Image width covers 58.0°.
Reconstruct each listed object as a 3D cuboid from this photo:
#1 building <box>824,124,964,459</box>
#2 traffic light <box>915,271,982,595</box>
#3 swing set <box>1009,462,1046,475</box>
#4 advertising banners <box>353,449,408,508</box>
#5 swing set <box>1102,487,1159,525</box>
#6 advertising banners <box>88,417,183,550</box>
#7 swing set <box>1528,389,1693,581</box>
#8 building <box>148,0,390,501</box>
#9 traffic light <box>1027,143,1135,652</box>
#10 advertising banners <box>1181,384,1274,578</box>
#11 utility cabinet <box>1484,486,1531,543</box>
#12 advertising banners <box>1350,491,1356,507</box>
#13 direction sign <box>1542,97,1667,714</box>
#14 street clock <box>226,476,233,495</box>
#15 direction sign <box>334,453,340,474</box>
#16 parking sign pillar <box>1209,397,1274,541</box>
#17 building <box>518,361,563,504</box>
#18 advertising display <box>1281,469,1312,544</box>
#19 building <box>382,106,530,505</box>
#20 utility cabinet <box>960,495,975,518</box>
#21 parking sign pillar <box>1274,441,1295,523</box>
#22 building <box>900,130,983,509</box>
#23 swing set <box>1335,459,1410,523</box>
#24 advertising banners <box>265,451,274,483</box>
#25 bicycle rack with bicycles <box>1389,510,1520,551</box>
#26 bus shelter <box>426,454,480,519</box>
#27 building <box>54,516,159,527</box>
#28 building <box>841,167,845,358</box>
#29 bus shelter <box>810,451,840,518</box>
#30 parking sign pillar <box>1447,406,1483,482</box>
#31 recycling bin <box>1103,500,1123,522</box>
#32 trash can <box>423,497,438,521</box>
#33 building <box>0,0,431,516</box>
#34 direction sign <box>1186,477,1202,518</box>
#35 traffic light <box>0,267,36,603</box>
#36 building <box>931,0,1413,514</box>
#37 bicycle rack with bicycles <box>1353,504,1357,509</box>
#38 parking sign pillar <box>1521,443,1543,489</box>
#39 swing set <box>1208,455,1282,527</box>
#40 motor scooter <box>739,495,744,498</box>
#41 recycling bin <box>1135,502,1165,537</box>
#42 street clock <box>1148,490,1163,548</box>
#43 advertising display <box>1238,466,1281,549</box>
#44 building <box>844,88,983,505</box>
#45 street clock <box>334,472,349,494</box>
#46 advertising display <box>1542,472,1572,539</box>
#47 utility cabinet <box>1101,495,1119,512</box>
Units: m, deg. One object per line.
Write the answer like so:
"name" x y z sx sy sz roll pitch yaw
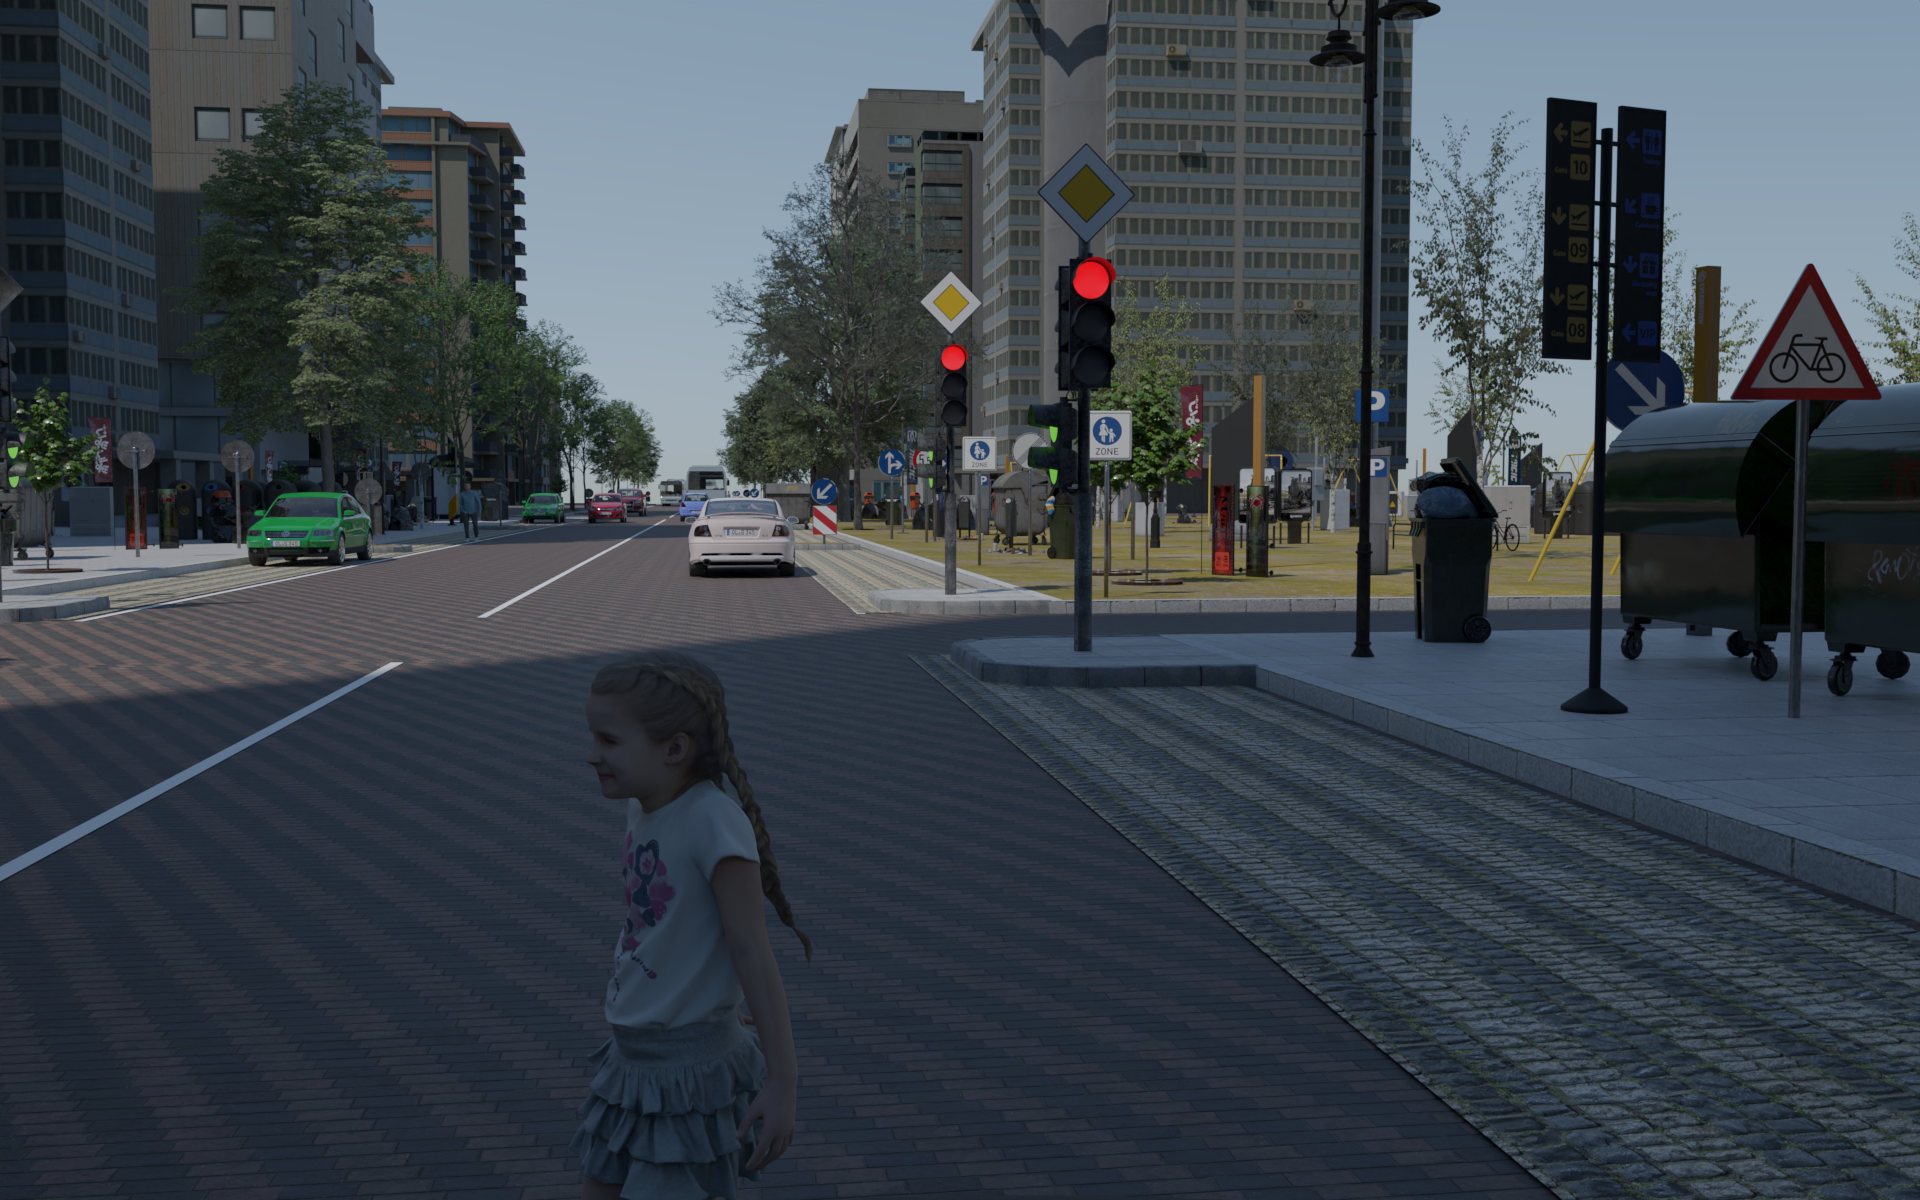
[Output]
"building" -3.871 -40.047 244.007 28.713 52.752 27.495 0 4 -8
"traffic light" -0.138 -2.021 21.967 0.839 4.253 0.868 0 4 -8
"swing set" 3.761 -5.368 85.389 3.119 2.851 2.862 -1 4 -8
"advertising banners" -22.335 -4.316 66.748 2.074 3.025 0.090 0 3 0
"swing set" 6.712 -4.697 74.418 3.119 2.851 2.862 3 5 42
"advertising banners" -18.998 -2.676 39.933 0.090 3.025 2.074 3 5 41
"swing set" 10.493 -1.712 25.618 2.862 2.851 3.119 3 5 44
"building" -50.970 -31.474 103.844 28.713 52.752 27.495 0 4 -8
"traffic light" 0.988 -1.538 14.061 0.839 4.253 0.868 0 4 -8
"advertising banners" 4.162 -1.897 27.201 0.090 3.025 2.074 -2 4 -35
"utility cabinet" 14.161 -2.217 44.926 1.173 1.500 0.318 1 4 11
"advertising banners" 20.325 -5.729 89.861 2.074 3.025 0.090 -1 4 -22
"direction sign" 3.759 -1.111 10.158 0.876 3.537 0.379 -2 4 -23
"street clock" -29.436 -3.990 69.808 0.358 2.002 0.471 -2 4 -27
"direction sign" -32.166 -5.961 89.456 0.379 3.537 0.876 0 4 -3
"parking sign pillar" 7.580 -3.616 47.587 1.447 3.967 1.447 2 4 30
"building" -67.665 -23.399 227.608 27.650 21.520 28.899 0 4 -8
"advertising display" 8.602 -2.403 44.497 0.974 1.923 0.123 -1 4 -23
"building" -61.666 -33.273 198.630 22.147 44.769 28.867 0 4 -8
"utility cabinet" 0.523 -4.789 89.467 1.020 1.237 0.306 0 4 5
"parking sign pillar" 14.522 -5.495 78.321 1.447 3.967 1.447 -2 4 -29
"building" 3.110 -22.622 141.565 14.160 30.474 14.107 0 4 -8
"swing set" 17.944 -4.825 76.508 2.862 2.851 3.119 -1 4 -16
"advertising banners" -28.164 -4.477 69.388 0.090 3.025 2.074 1 4 19
"bicycle rack with bicycles" 11.188 -1.612 39.741 2.852 0.926 2.925 0 4 -5
"bus shelter" -26.273 -5.870 89.902 2.014 3.302 5.546 -1 4 -8
"building" -47.800 -23.162 70.578 32.217 40.220 23.993 0 4 -8
"building" -7.771 -34.997 222.316 14.600 45.320 14.200 0 4 -8
"bus shelter" -7.138 -6.058 90.331 1.731 3.624 6.357 -1 4 -8
"parking sign pillar" 15.596 -3.980 53.551 1.447 3.967 1.447 -1 4 -18
"recycling bin" 7.000 -4.065 79.014 0.722 1.027 0.722 2 4 27
"trash can" -25.442 -4.373 83.150 0.748 1.137 0.748 0 3 0
"building" -57.267 -26.843 130.761 32.217 40.220 23.993 0 4 -8
"direction sign" 12.825 -6.289 94.827 0.876 3.537 0.379 1 4 14
"traffic light" -11.384 -1.923 20.356 0.839 4.253 0.868 0 4 -8
"building" 14.692 -26.385 123.271 32.217 40.220 23.993 0 4 -8
"bicycle rack with bicycles" 16.837 -3.591 72.088 2.925 0.926 2.852 0 4 1
"parking sign pillar" 29.940 -6.274 91.050 1.447 3.967 1.447 -1 4 -23
"swing set" 11.297 -4.389 69.373 3.119 2.851 2.862 1 4 9
"motor scooter" -27.422 -12.499 217.132 0.815 1.314 1.986 -1 4 -10
"recycling bin" 5.769 -2.447 52.570 0.722 1.027 0.722 2 4 25
"street clock" 4.643 -2.237 41.142 0.358 2.002 0.471 2 4 30
"advertising display" 6.996 -2.170 40.696 0.974 1.923 0.123 3 4 37
"building" -2.191 -35.551 204.963 21.300 48.544 21.600 0 4 -8
"street clock" -20.143 -3.170 56.393 0.358 2.002 0.471 2 4 28
"advertising display" 17.088 -2.713 49.571 0.974 1.923 0.123 -1 4 -22
"utility cabinet" 8.488 -5.306 97.920 1.020 1.237 0.306 1 4 22
